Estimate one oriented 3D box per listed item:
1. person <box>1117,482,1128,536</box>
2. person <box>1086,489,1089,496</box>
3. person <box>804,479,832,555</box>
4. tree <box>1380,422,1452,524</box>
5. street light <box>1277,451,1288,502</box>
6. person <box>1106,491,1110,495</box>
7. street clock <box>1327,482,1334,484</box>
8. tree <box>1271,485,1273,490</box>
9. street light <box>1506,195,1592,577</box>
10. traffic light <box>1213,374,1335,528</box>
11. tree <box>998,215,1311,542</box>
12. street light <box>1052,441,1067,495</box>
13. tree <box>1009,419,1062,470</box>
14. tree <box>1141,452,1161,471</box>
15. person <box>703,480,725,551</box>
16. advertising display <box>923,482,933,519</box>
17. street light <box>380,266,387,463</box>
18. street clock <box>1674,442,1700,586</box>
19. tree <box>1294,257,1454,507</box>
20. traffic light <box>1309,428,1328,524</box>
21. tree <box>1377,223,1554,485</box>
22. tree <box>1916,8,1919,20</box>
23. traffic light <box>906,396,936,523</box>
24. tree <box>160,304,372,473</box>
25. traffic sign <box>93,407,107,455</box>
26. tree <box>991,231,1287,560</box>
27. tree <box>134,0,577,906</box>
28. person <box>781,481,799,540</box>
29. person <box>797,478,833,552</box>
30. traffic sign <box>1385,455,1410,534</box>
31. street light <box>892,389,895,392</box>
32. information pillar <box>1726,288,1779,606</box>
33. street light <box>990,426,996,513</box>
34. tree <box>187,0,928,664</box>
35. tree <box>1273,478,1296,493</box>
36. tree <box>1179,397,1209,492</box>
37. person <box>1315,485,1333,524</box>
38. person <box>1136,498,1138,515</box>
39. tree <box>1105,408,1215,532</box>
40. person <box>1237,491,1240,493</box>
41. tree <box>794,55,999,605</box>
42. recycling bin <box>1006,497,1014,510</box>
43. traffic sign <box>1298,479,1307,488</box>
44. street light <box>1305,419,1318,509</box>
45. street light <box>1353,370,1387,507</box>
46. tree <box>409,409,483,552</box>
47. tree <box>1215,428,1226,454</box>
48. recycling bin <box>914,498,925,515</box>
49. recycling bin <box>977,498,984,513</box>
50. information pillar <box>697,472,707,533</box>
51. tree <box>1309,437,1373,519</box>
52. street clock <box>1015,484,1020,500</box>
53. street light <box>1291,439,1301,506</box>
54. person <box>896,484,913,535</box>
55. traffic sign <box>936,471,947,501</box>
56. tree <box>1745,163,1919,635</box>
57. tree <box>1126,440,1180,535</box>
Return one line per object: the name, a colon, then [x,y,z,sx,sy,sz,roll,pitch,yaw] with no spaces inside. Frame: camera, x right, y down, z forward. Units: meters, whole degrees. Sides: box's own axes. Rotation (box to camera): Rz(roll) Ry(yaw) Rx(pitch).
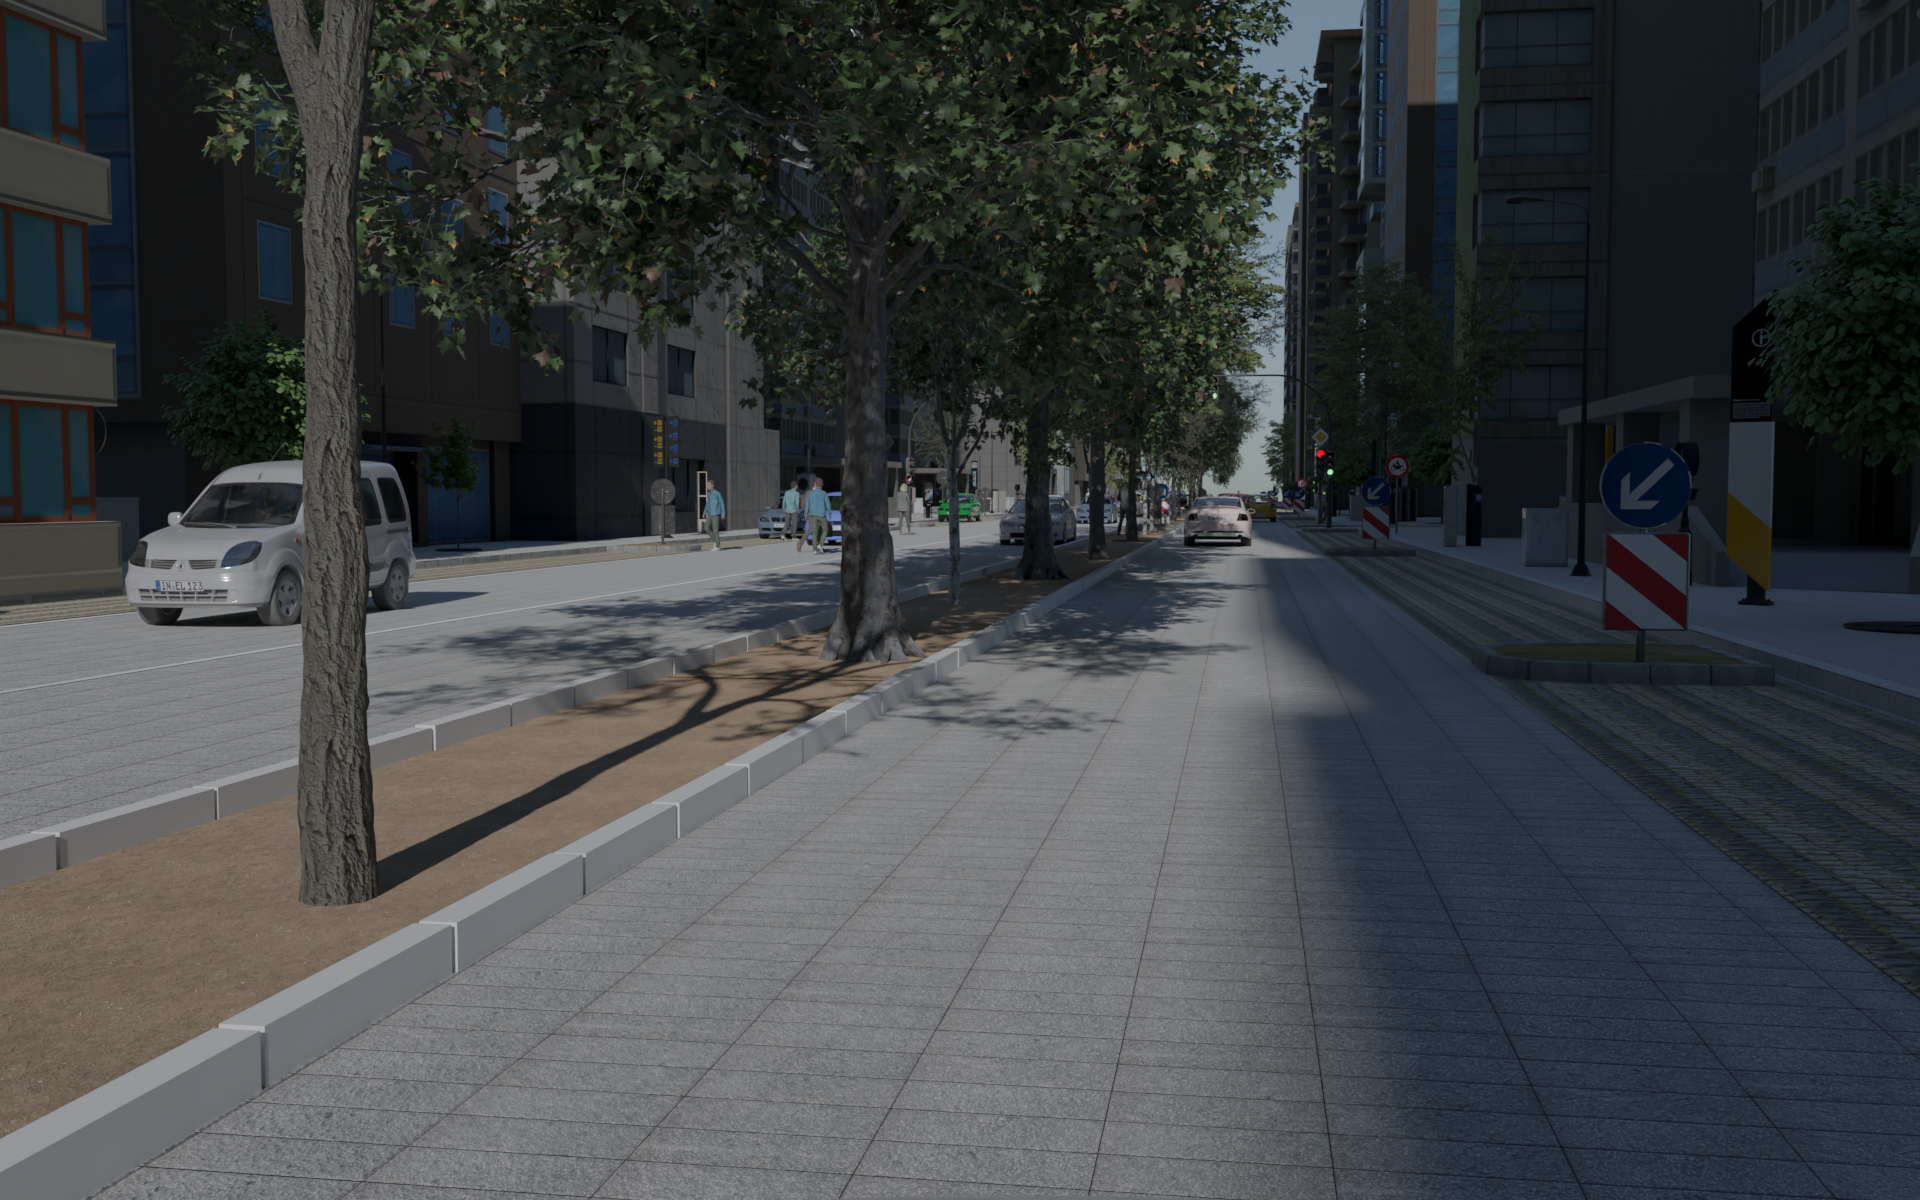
person: [5.661,-3.113,59.207,0.655,1.846,0.447,2,4,30]
person: [8.453,-6.395,113.291,0.478,1.798,0.641,1,4,23]
person: [-3.350,-1.961,40.902,0.601,1.785,0.444,1,4,13]
tree: [20.738,-5.536,74.219,4.285,4.588,4.351,0,3,0]
street light: [34.898,-12.978,184.732,1.470,5.913,1.316,1,4,9]
person: [16.079,-10.945,188.129,1.217,1.739,0.721,0,4,-5]
street clock: [21.535,-5.878,100.668,0.471,2.002,0.358,-3,5,-41]
tree: [53.397,-18.316,294.064,1.663,3.219,1.824,0,3,0]
street light: [9.188,-3.333,27.037,1.470,5.913,1.316,1,4,9]
traffic light: [11.858,-5.564,65.633,4.771,5.953,1.251,1,4,9]
tree: [5.160,-8.495,51.713,12.009,13.543,11.850,0,3,0]
street light: [8.659,-10.969,151.876,1.470,5.913,1.316,1,4,9]
tree: [6.807,-11.920,145.250,4.737,8.622,4.395,0,3,0]
tree: [32.978,-23.363,307.734,9.928,11.665,9.643,0,3,0]
person: [-6.181,-2.125,43.591,0.444,1.785,0.601,-3,5,-41]
advertising display: [-1.690,-5.259,91.205,0.123,1.923,0.974,2,4,27]
street light: [-10.626,-3.724,33.428,1.470,5.913,1.316,1,4,9]
street clock: [10.150,-1.203,24.247,0.358,2.002,0.471,0,4,8]
tree: [20.524,-10.097,83.219,7.486,12.596,7.792,0,3,0]
traffic light: [15.226,-5.162,73.318,0.839,4.253,0.868,1,4,9]
tree: [13.767,-5.909,46.970,4.737,8.622,4.395,0,3,0]
tree: [6.652,-3.520,7.908,4.360,8.622,3.978,0,3,0]
traffic light: [-0.128,-6.188,75.840,4.771,5.953,1.251,1,4,9]
tree: [-11.952,-2.832,30.022,4.285,4.588,4.351,0,3,0]
traffic sign: [-12.403,-1.493,24.522,0.768,2.556,0.104,1,4,18]
tree: [3.045,-7.123,37.053,7.486,12.596,7.792,0,3,0]
tree: [-2.272,-4.195,5.456,8.767,10.594,7.601,1,4,9]
person: [-5.216,-2.730,53.161,0.660,1.820,0.620,2,4,28]
person: [-3.575,-2.082,42.499,0.822,1.834,0.622,2,4,27]
traffic sign: [14.120,-3.415,55.947,0.768,2.556,0.104,1,4,13]
street light: [-3.564,-6.372,76.724,1.470,5.913,1.316,1,4,9]
information pillar: [9.140,-1.750,19.965,0.504,3.616,0.183,3,5,43]
street light: [2.660,-8.713,115.004,1.470,5.913,1.316,1,4,9]
tree: [-0.820,-5.819,14.600,9.611,12.733,9.660,0,3,0]
tree: [41.067,-13.716,218.853,1.663,3.219,1.824,0,3,0]
tree: [6.443,-6.557,60.031,4.360,8.622,3.978,0,3,0]
person: [16.079,-4.153,76.528,0.709,1.813,0.853,-1,4,-17]
person: [10.533,-5.580,104.754,0.505,1.210,0.382,3,5,44]
tree: [7.230,-6.880,65.307,4.737,8.622,4.395,0,3,0]
person: [31.288,-11.402,194.864,0.705,1.831,1.348,0,4,4]
tree: [-0.095,-4.217,21.772,4.360,8.622,3.978,0,3,0]
recycling bin: [3.930,-7.858,141.026,0.722,1.027,0.722,3,5,44]
traffic sign: [28.682,-8.859,144.957,0.768,2.556,0.104,1,4,17]
street light: [22.352,-8.274,107.816,1.470,5.913,1.316,1,4,9]
street light: [15.440,-5.661,65.103,1.470,5.913,1.316,1,4,9]
tree: [-11.273,-2.721,39.088,1.663,3.219,1.824,0,3,0]
tree: [16.023,-10.057,117.255,4.737,8.622,4.395,0,3,0]
recycling bin: [-2.488,-5.883,108.737,0.722,1.027,0.722,1,4,9]
recycling bin: [1.146,-6.476,118.434,0.722,1.027,0.722,-3,5,-44]
information pillar: [-8.424,-3.187,56.597,0.304,2.012,0.304,-1,4,-15]
tree: [21.002,-6.559,90.959,4.285,4.588,4.351,0,3,0]
street clock: [4.198,-7.468,126.678,0.358,2.002,0.471,2,4,30]
street light: [28.772,-10.659,146.819,1.470,5.913,1.316,1,4,9]
person: [-1.971,-3.172,60.542,0.537,1.800,0.526,2,4,32]
traffic sign: [-0.949,-5.779,94.597,0.768,2.556,0.104,1,4,17]
tree: [9.133,-1.984,16.156,4.285,4.588,4.351,0,3,0]
tree: [3.307,-5.529,43.221,4.360,8.622,3.978,0,3,0]
